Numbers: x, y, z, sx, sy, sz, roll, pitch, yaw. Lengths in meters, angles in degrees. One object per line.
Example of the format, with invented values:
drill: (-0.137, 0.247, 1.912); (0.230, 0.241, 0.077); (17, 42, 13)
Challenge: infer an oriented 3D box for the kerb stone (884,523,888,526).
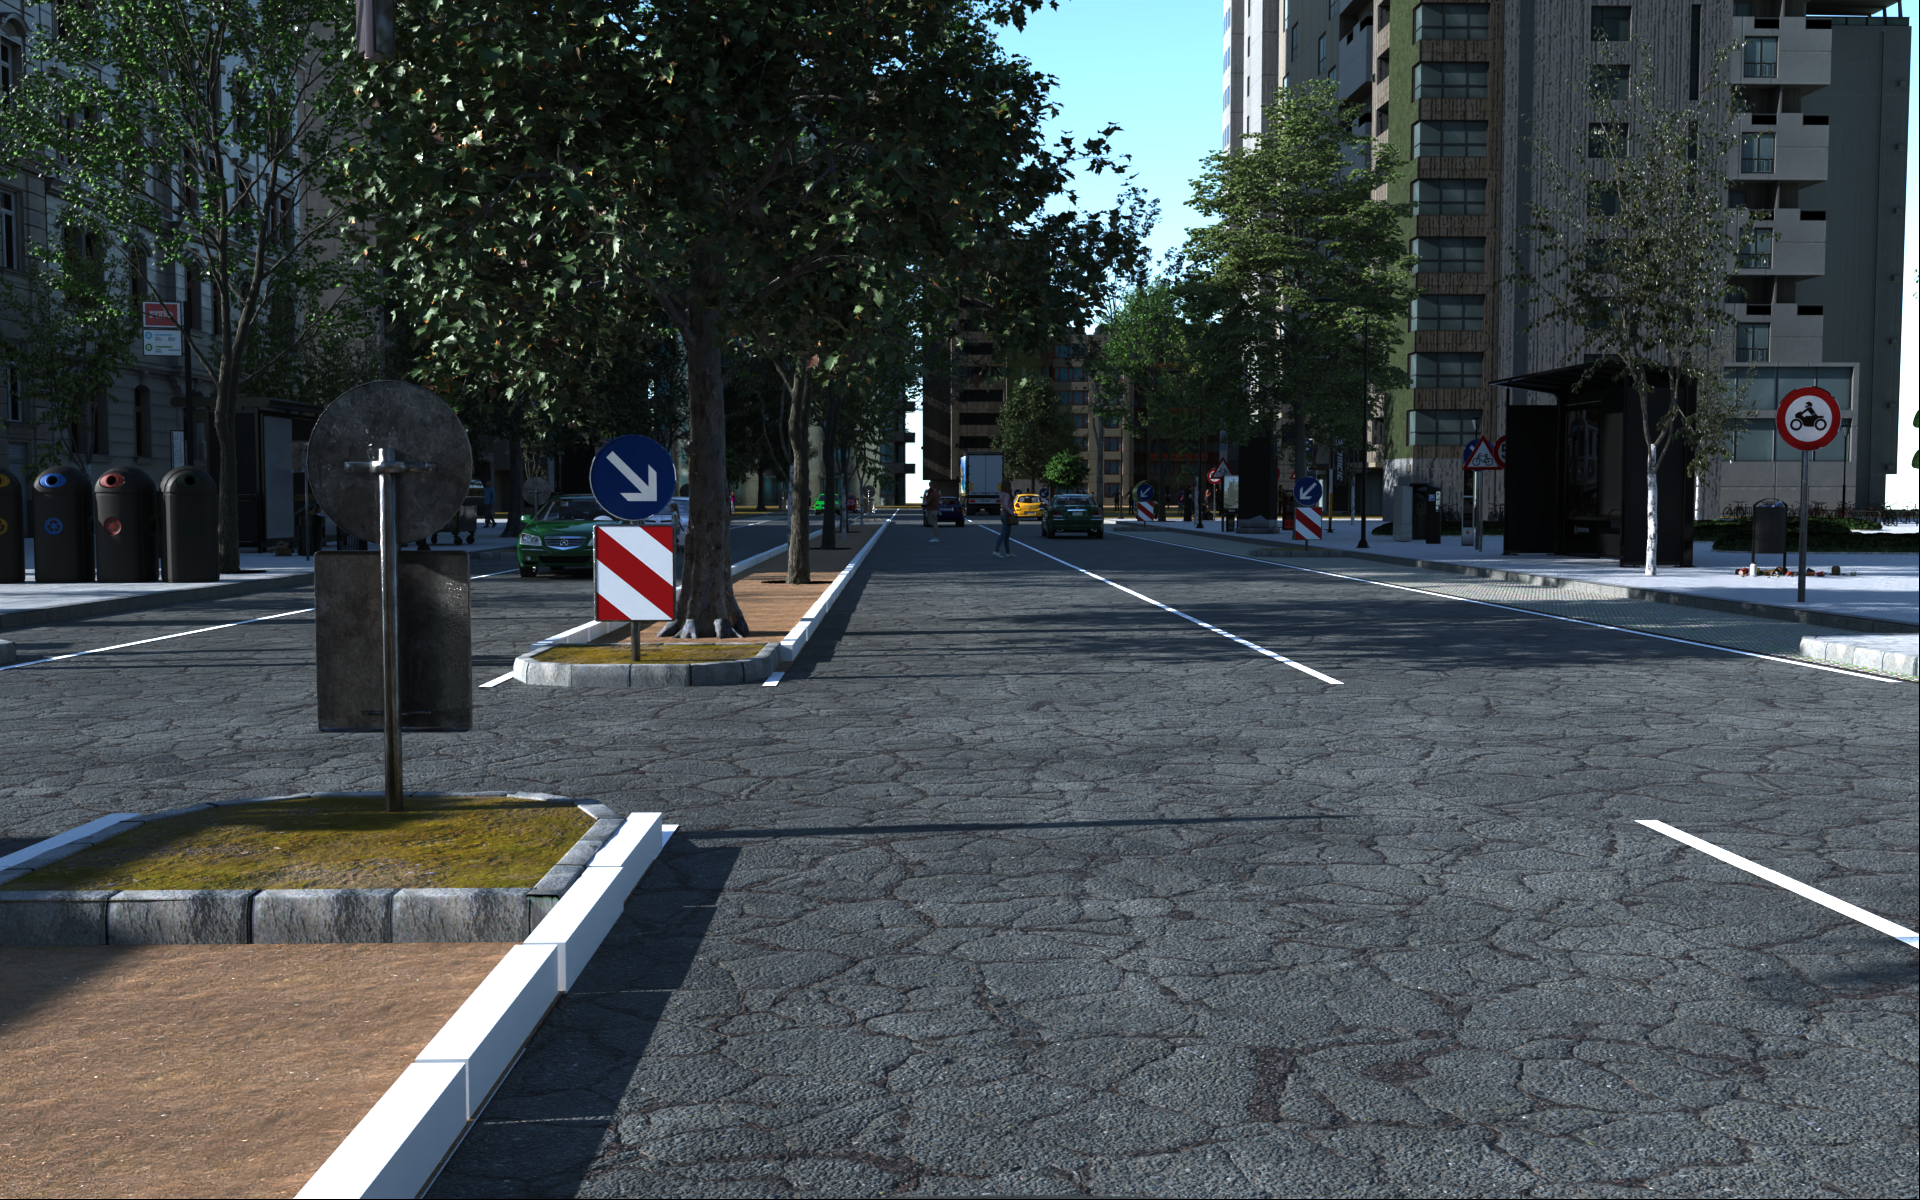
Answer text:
kerb stone: (-3.077, -2.895, 69.536); (0.120, 0.150, 1.000); (0, 4, -2)

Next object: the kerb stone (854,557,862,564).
kerb stone: (-2.037, -0.703, 33.685); (0.120, 0.150, 1.000); (0, 4, -2)

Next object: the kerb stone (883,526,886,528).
kerb stone: (-2.929, -2.582, 64.408); (0.120, 0.150, 1.000); (0, 4, -2)

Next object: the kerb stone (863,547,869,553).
kerb stone: (-2.213, -1.077, 39.851); (0.120, 0.150, 1.000); (0, 4, -2)

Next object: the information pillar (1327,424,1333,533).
information pillar: (12.358, -4.058, 57.703); (0.183, 3.616, 0.504); (1, 4, 9)

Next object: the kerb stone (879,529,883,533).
kerb stone: (-2.748, -2.206, 58.260); (0.120, 0.150, 1.000); (0, 4, -2)

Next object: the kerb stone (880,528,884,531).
kerb stone: (-2.812, -2.329, 60.315); (0.120, 0.150, 1.000); (0, 4, -2)

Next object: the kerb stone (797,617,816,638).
kerb stone: (-1.551, 0.301, 17.271); (0.120, 0.150, 1.000); (0, 4, -2)

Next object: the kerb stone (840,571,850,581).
kerb stone: (-1.861, -0.326, 27.523); (0.120, 0.150, 1.000); (0, 4, -2)

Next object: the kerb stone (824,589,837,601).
kerb stone: (-1.710, -0.012, 22.395); (0.120, 0.150, 1.000); (0, 4, -2)

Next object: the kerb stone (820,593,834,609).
kerb stone: (-1.673, 0.050, 21.373); (0.120, 0.150, 1.000); (0, 4, -2)

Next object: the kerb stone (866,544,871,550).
kerb stone: (-2.275, -1.205, 41.894); (0.120, 0.150, 1.000); (0, 4, -2)

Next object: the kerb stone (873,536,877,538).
kerb stone: (-2.488, -1.642, 49.058); (0.120, 0.150, 1.000); (0, 4, -2)

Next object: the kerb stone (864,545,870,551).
kerb stone: (-2.249, -1.141, 40.872); (0.120, 0.150, 1.000); (0, 4, -2)

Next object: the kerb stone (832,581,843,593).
kerb stone: (-1.767, -0.138, 24.447); (0.120, 0.150, 1.000); (0, 4, -2)

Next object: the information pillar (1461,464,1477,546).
information pillar: (12.593, -2.345, 42.833); (0.304, 2.012, 0.304); (2, 4, 26)

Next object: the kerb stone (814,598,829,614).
kerb stone: (-1.651, 0.117, 20.343); (0.120, 0.150, 1.000); (0, 4, -2)

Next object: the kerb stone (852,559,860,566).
kerb stone: (-2.011, -0.639, 32.650); (0.120, 0.150, 1.000); (0, 4, -2)

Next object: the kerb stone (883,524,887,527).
kerb stone: (-3.018, -2.763, 67.477); (0.120, 0.150, 1.000); (0, 4, -2)

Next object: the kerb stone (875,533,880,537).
kerb stone: (-2.604, -1.893, 53.148); (0.120, 0.150, 1.000); (0, 4, -2)

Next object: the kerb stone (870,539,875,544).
kerb stone: (-2.393, -1.455, 45.984); (0.120, 0.150, 1.000); (0, 4, -2)

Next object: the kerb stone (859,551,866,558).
kerb stone: (-2.126, -0.891, 36.770); (0.120, 0.150, 1.000); (0, 4, -2)

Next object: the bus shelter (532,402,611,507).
bus shelter: (-14.054, -5.264, 63.705); (2.179, 5.291, 8.768); (0, 4, -2)

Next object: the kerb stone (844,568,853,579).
kerb stone: (-1.890, -0.389, 28.553); (0.120, 0.150, 1.000); (0, 4, -2)

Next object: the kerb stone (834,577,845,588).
kerb stone: (-1.801, -0.197, 25.469); (0.120, 0.150, 1.000); (0, 4, -2)

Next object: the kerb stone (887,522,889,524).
kerb stone: (-3.201, -3.144, 73.628); (0.120, 0.150, 1.000); (0, 4, -2)

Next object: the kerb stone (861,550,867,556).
kerb stone: (-2.159, -0.946, 37.792); (0.120, 0.150, 1.000); (0, 4, -2)

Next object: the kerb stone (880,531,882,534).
kerb stone: (-2.689, -2.079, 56.216); (0.120, 0.150, 1.000); (0, 4, -2)

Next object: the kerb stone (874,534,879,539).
kerb stone: (-2.573, -1.831, 52.126); (0.120, 0.150, 1.000); (0, 4, -2)

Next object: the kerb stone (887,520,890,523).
kerb stone: (-3.328, -3.397, 77.728); (0.120, 0.150, 1.000); (0, 4, -2)

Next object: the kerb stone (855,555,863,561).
kerb stone: (-2.063, -0.765, 34.709); (0.120, 0.150, 1.000); (0, 4, -2)

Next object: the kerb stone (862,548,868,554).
kerb stone: (-2.192, -1.017, 38.817); (0.120, 0.150, 1.000); (0, 4, -2)

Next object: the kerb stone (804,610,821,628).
kerb stone: (-1.583, 0.239, 18.296); (0.120, 0.150, 1.000); (0, 4, -2)

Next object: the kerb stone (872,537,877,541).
kerb stone: (-2.453, -1.578, 48.032); (0.120, 0.150, 1.000); (0, 4, -2)

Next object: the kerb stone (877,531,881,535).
kerb stone: (-2.661, -2.018, 55.192); (0.120, 0.150, 1.000); (0, 4, -2)

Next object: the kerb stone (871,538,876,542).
kerb stone: (-2.427, -1.515, 47.010); (0.120, 0.150, 1.000); (0, 4, -2)

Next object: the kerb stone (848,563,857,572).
kerb stone: (-1.946, -0.514, 30.600); (0.120, 0.150, 1.000); (0, 4, -2)

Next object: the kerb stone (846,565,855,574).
kerb stone: (-1.907, -0.451, 29.576); (0.120, 0.150, 1.000); (0, 4, -2)

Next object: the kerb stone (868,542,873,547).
kerb stone: (-2.334, -1.330, 43.940); (0.120, 0.150, 1.000); (0, 4, -2)

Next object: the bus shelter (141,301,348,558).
bus shelter: (-15.956, -3.739, 38.757); (2.179, 5.291, 8.768); (0, 4, -2)

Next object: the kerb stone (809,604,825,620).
kerb stone: (-1.616, 0.176, 19.317); (0.120, 0.150, 1.000); (0, 4, -2)

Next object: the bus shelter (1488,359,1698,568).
bus shelter: (11.999, -2.569, 33.284); (1.731, 3.624, 6.357); (0, 4, -2)

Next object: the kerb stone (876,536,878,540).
kerb stone: (-2.515, -1.704, 50.082); (0.120, 0.150, 1.000); (0, 4, -2)

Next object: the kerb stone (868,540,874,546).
kerb stone: (-2.364, -1.392, 44.962); (0.120, 0.150, 1.000); (0, 4, -2)

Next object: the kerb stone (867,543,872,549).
kerb stone: (-2.302, -1.267, 42.916); (0.120, 0.150, 1.000); (0, 4, -2)

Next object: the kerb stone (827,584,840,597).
kerb stone: (-1.738, -0.075, 23.425); (0.120, 0.150, 1.000); (0, 4, -2)

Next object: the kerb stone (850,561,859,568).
kerb stone: (-1.974, -0.577, 31.624); (0.120, 0.150, 1.000); (0, 4, -2)

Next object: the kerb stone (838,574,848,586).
kerb stone: (-1.828, -0.263, 26.494); (0.120, 0.150, 1.000); (0, 4, -2)

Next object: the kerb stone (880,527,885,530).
kerb stone: (-2.875, -2.455, 62.364); (0.120, 0.150, 1.000); (0, 4, -2)

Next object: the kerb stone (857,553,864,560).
kerb stone: (-2.101, -0.828, 35.737); (0.120, 0.150, 1.000); (0, 4, -2)
